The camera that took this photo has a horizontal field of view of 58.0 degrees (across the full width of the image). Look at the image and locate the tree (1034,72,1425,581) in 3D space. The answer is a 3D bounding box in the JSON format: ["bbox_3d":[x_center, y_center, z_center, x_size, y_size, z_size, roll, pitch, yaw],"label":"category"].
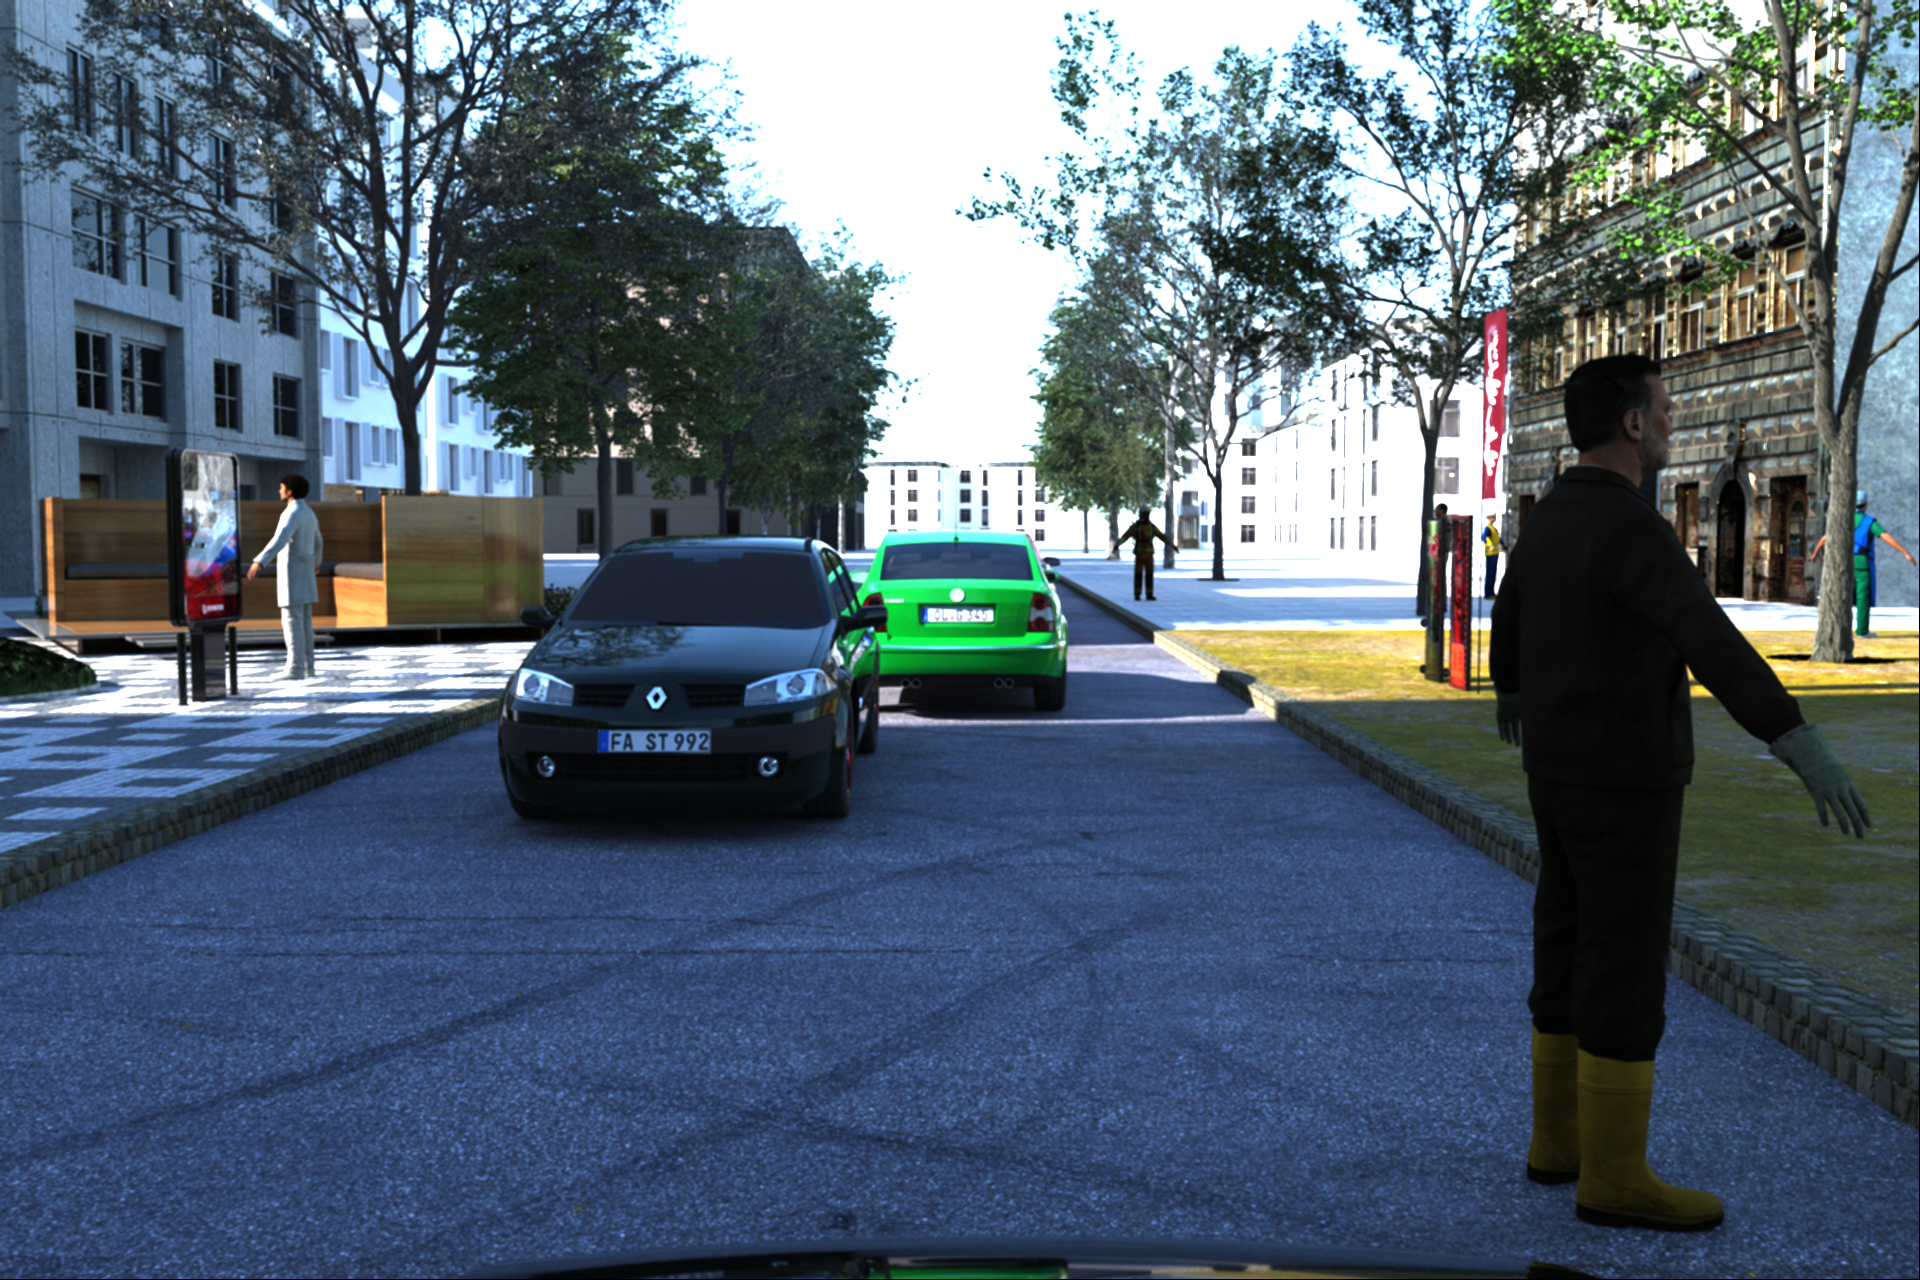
[{"bbox_3d":[7.035,-8.367,47.178,12.009,13.543,11.850,0,3,0],"label":"tree"}]

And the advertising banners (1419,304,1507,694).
[{"bbox_3d":[4.147,-1.108,14.310,0.090,3.025,2.074,0,4,0],"label":"advertising banners"}]

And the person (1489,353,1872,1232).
[{"bbox_3d":[1.411,0.299,3.704,0.704,1.812,1.346,0,4,-8],"label":"person"}]

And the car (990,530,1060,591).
[{"bbox_3d":[0.354,-0.929,24.222,2.155,1.783,4.494,0,3,0],"label":"car"}]

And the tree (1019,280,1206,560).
[{"bbox_3d":[7.631,-10.957,85.798,9.857,13.997,8.962,0,3,0],"label":"tree"}]

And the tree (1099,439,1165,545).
[{"bbox_3d":[19.421,-17.455,195.752,12.009,13.543,11.850,0,3,0],"label":"tree"}]

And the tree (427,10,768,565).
[{"bbox_3d":[-8.363,-7.371,38.650,7.486,12.596,7.792,0,3,0],"label":"tree"}]

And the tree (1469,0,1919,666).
[{"bbox_3d":[8.741,-5.579,16.974,9.928,11.665,9.643,0,3,0],"label":"tree"}]

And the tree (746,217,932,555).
[{"bbox_3d":[-8.097,-15.314,106.270,12.611,20.169,13.585,0,3,0],"label":"tree"}]

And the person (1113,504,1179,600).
[{"bbox_3d":[3.574,-1.698,33.523,1.354,1.858,0.705,-1,4,-14],"label":"person"}]

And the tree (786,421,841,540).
[{"bbox_3d":[-7.326,-8.421,88.041,4.737,8.622,4.395,0,3,0],"label":"tree"}]

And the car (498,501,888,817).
[{"bbox_3d":[-1.394,-0.013,9.995,2.009,1.686,4.222,0,4,0],"label":"car"}]

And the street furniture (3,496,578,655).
[{"bbox_3d":[-7.739,-1.007,23.326,9.812,1.723,11.010,-2,4,-32],"label":"street furniture"}]

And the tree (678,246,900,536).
[{"bbox_3d":[-7.435,-10.398,76.660,9.857,13.997,8.962,0,3,0],"label":"tree"}]

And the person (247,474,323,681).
[{"bbox_3d":[-5.896,-0.558,15.311,0.705,1.806,1.347,0,4,2],"label":"person"}]

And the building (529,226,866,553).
[{"bbox_3d":[-22.011,-17.588,131.541,27.936,21.610,32.646,0,3,0],"label":"building"}]

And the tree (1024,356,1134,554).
[{"bbox_3d":[7.682,-11.726,109.850,7.486,12.596,7.792,0,3,0],"label":"tree"}]

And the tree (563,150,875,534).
[{"bbox_3d":[-7.628,-8.884,55.626,12.009,13.543,11.850,0,3,0],"label":"tree"}]

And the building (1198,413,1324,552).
[{"bbox_3d":[24.768,-11.761,134.444,9.099,9.664,28.070,0,4,1],"label":"building"}]

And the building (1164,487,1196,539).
[{"bbox_3d":[26.493,-19.806,180.251,16.016,20.090,11.380,0,4,0],"label":"building"}]

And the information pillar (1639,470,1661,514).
[{"bbox_3d":[5.071,-0.525,13.079,0.304,2.012,0.304,0,4,-1],"label":"information pillar"}]

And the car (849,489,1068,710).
[{"bbox_3d":[-0.046,-0.406,15.431,1.959,1.807,4.718,0,4,-1],"label":"car"}]

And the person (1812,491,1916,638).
[{"bbox_3d":[11.116,-0.935,21.422,0.704,1.817,1.347,-2,4,-30],"label":"person"}]

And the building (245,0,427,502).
[{"bbox_3d":[-25.604,-12.046,53.377,16.016,20.090,11.380,0,4,0],"label":"building"}]

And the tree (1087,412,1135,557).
[{"bbox_3d":[8.398,-9.028,97.973,4.360,8.622,3.978,0,3,0],"label":"tree"}]

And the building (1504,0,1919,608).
[{"bbox_3d":[24.296,-12.682,38.287,19.493,23.208,18.063,0,4,1],"label":"building"}]

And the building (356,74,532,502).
[{"bbox_3d":[-26.299,-13.236,72.828,16.016,20.090,11.380,0,3,0],"label":"building"}]

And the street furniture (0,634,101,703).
[{"bbox_3d":[-9.567,0.318,10.432,5.734,0.657,10.072,0,4,2],"label":"street furniture"}]

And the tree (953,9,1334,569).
[{"bbox_3d":[6.477,-12.738,64.149,12.611,20.169,13.585,0,3,0],"label":"tree"}]

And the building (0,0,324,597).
[{"bbox_3d":[-27.110,-10.297,34.809,16.747,18.905,31.486,0,4,0],"label":"building"}]

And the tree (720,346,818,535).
[{"bbox_3d":[-7.498,-7.106,66.553,4.737,8.622,4.395,0,3,0],"label":"tree"}]

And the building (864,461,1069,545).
[{"bbox_3d":[-1.901,-15.535,198.600,28.070,9.664,9.099,1,4,10],"label":"building"}]

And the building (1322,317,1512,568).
[{"bbox_3d":[21.163,-7.648,67.187,9.099,9.664,28.070,0,4,1],"label":"building"}]

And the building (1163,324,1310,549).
[{"bbox_3d":[24.529,-18.812,163.989,16.016,20.090,11.380,0,4,1],"label":"building"}]

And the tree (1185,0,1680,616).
[{"bbox_3d":[7.068,-5.642,26.661,8.767,10.594,7.601,3,5,40],"label":"tree"}]

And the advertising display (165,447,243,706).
[{"bbox_3d":[-5.802,-0.496,13.331,0.123,1.923,0.974,0,4,2],"label":"advertising display"}]

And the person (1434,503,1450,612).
[{"bbox_3d":[7.897,-1.361,28.523,0.705,1.796,1.348,1,4,15],"label":"person"}]

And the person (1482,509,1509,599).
[{"bbox_3d":[10.529,-1.687,34.045,0.721,1.772,1.216,3,4,36],"label":"person"}]

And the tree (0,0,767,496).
[{"bbox_3d":[-7.867,-6.986,24.592,12.009,13.543,11.850,0,3,0],"label":"tree"}]

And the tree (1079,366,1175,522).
[{"bbox_3d":[7.892,-7.614,74.844,4.360,8.622,3.978,0,3,0],"label":"tree"}]
